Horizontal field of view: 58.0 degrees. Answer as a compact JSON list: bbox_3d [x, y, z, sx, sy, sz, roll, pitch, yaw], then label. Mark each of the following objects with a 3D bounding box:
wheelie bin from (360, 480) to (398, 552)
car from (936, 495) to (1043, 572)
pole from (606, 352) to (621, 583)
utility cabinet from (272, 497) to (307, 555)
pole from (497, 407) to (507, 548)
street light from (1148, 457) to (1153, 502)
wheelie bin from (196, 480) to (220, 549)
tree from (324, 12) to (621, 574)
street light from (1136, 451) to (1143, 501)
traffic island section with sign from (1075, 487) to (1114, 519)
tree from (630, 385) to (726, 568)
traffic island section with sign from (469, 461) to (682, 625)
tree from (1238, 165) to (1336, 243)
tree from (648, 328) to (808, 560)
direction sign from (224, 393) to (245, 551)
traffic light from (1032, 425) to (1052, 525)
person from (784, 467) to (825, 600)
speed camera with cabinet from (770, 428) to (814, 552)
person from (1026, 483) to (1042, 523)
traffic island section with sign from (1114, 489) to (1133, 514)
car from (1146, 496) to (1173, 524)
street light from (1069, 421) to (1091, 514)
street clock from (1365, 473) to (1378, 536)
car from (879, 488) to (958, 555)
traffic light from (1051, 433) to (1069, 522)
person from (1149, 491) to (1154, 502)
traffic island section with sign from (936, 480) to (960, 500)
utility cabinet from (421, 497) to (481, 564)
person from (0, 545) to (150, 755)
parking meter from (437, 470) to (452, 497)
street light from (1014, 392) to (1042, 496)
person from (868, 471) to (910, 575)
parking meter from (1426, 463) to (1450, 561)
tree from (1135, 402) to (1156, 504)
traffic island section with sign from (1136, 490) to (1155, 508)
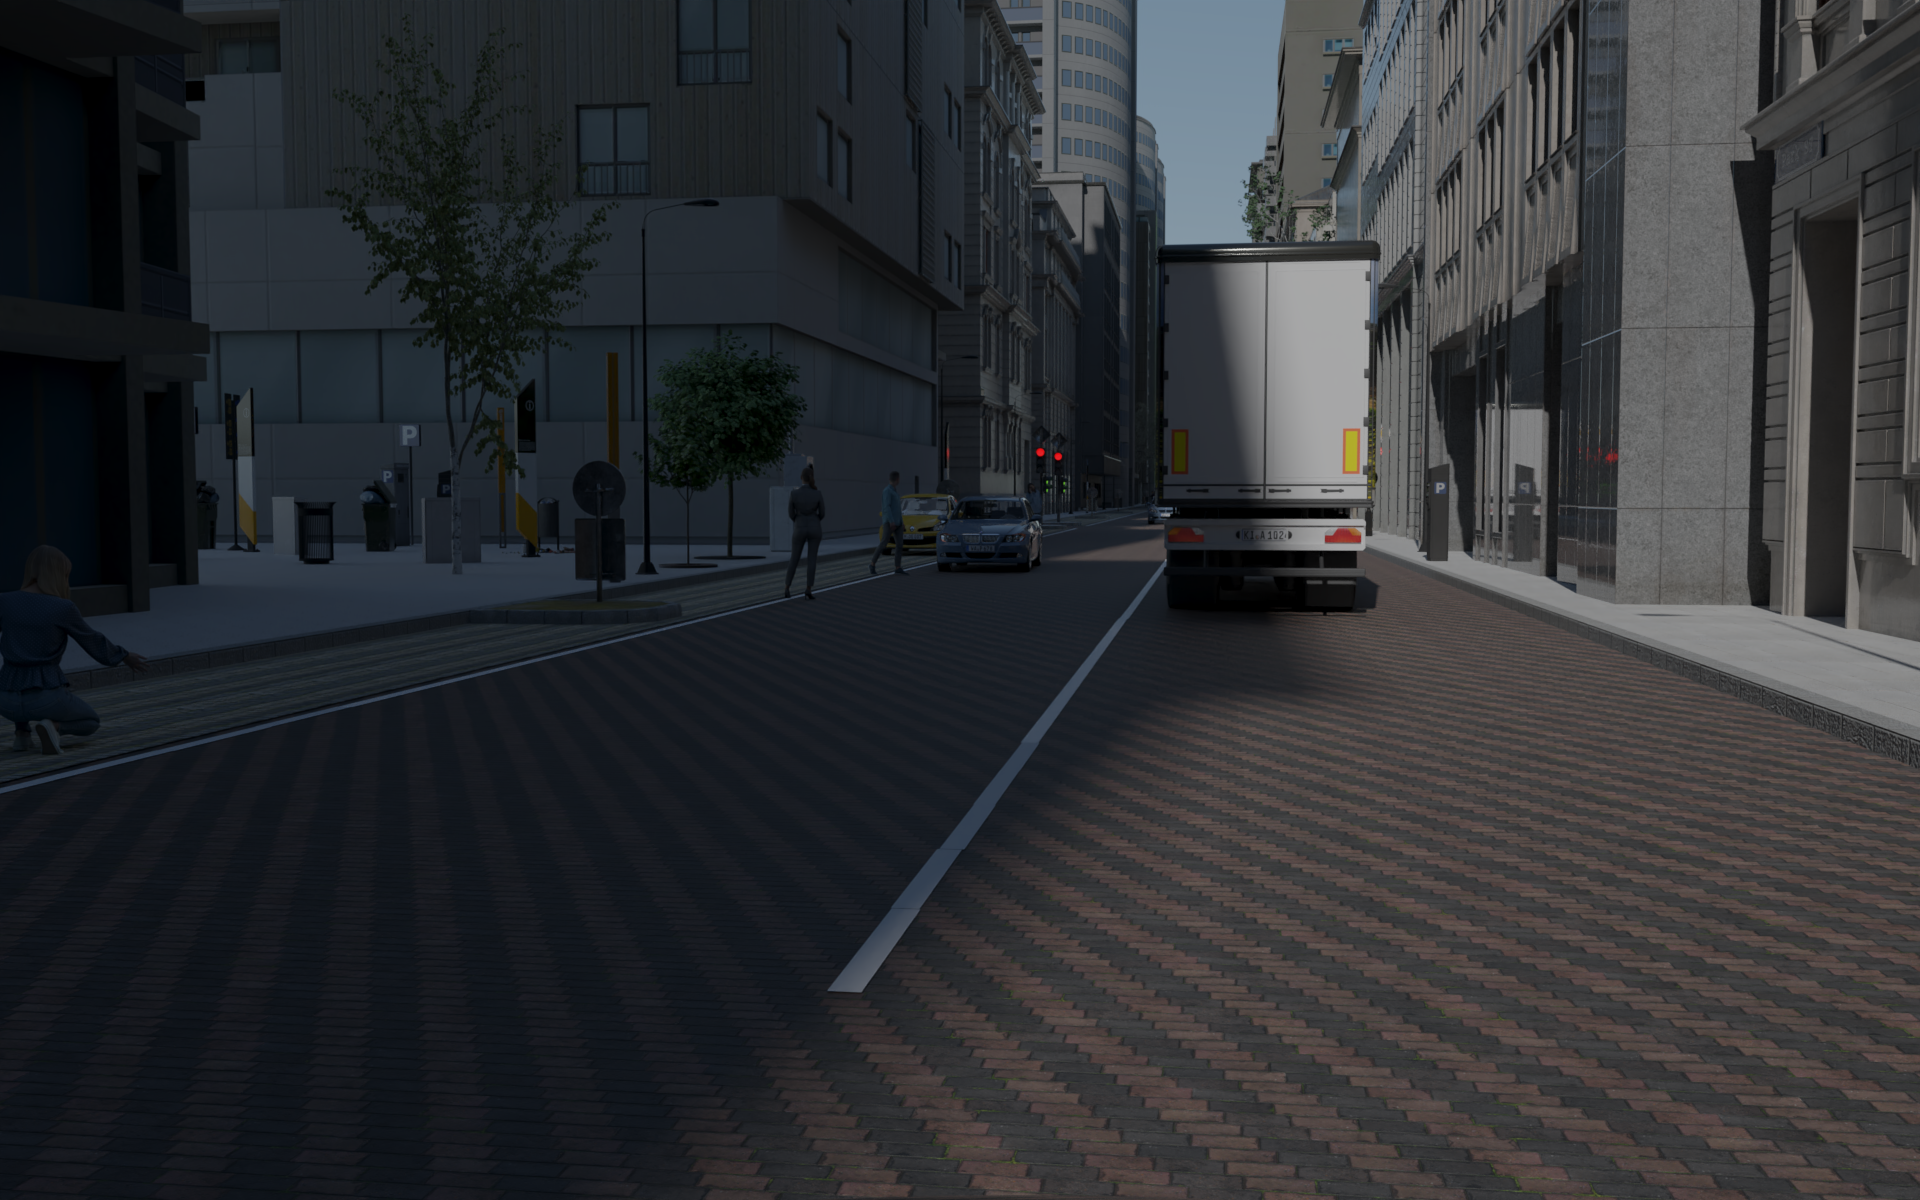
[{"bbox_3d":[-12.999,-1.884,38.716,0.693,1.594,0.980,0,4,-3],"label":"wheelie bin"},{"bbox_3d":[0.625,-1.317,33.530,2.014,1.417,4.499,0,4,7],"label":"car"},{"bbox_3d":[-5.013,-1.908,25.047,0.158,3.312,0.155,0,3,0],"label":"pole"},{"bbox_3d":[-14.228,-1.568,36.806,1.020,1.237,0.306,3,5,43],"label":"utility cabinet"},{"bbox_3d":[-10.824,-2.878,40.898,0.158,3.312,0.155,0,3,0],"label":"pole"},{"bbox_3d":[23.394,-14.923,216.537,1.470,5.913,1.316,1,4,8],"label":"street light"},{"bbox_3d":[-17.653,-1.980,40.286,0.693,1.594,0.980,0,4,1],"label":"wheelie bin"},{"bbox_3d":[-7.806,-4.714,27.438,4.737,8.622,4.395,0,3,0],"label":"tree"},{"bbox_3d":[18.793,-13.047,185.859,1.470,5.913,1.316,1,4,8],"label":"street light"},{"bbox_3d":[7.753,-5.650,101.011,1.989,1.847,2.006,1,4,8],"label":"traffic island section with sign"},{"bbox_3d":[-4.699,-2.190,30.415,1.663,3.219,1.824,0,3,0],"label":"tree"},{"bbox_3d":[-4.293,-0.686,19.848,1.989,1.847,2.006,1,4,8],"label":"traffic island section with sign"},{"bbox_3d":[19.350,-14.988,100.937,12.611,20.169,13.585,0,3,0],"label":"tree"},{"bbox_3d":[-4.647,-3.097,34.352,4.285,4.588,4.351,0,3,0],"label":"tree"},{"bbox_3d":[-16.477,-2.894,39.315,0.379,3.537,0.876,0,4,-3],"label":"direction sign"},{"bbox_3d":[3.332,-5.008,70.804,0.839,4.253,0.868,1,4,8],"label":"traffic light"},{"bbox_3d":[-2.120,-0.907,23.610,0.520,1.790,0.573,-1,4,-17],"label":"person"},{"bbox_3d":[-3.800,-2.749,39.274,0.660,3.252,2.038,0,4,8],"label":"speed camera with cabinet"},{"bbox_3d":[2.389,-2.879,55.835,0.793,1.790,0.793,2,4,23],"label":"person"},{"bbox_3d":[11.725,-7.281,127.673,1.989,1.847,2.006,1,4,8],"label":"traffic island section with sign"},{"bbox_3d":[10.005,-4.385,83.701,2.014,1.417,4.499,1,4,8],"label":"car"},{"bbox_3d":[7.615,-8.421,110.222,1.470,5.913,1.316,1,4,8],"label":"street light"},{"bbox_3d":[12.390,-2.930,52.483,0.471,2.002,0.358,-1,4,-16],"label":"street clock"},{"bbox_3d":[-0.838,-1.917,41.573,2.015,1.641,3.980,0,4,8],"label":"car"},{"bbox_3d":[4.504,-5.491,78.703,0.839,4.253,0.868,1,4,8],"label":"traffic light"},{"bbox_3d":[21.525,-11.341,194.375,0.568,1.767,0.683,1,4,17],"label":"person"},{"bbox_3d":[-0.332,-2.317,46.512,1.989,1.847,2.006,1,4,8],"label":"traffic island section with sign"},{"bbox_3d":[-9.479,-1.291,32.277,1.020,1.237,0.306,-2,4,-30],"label":"utility cabinet"},{"bbox_3d":[-5.195,0.264,9.682,1.012,1.151,0.738,0,4,-4],"label":"person"},{"bbox_3d":[-11.989,-2.122,40.409,0.399,1.863,0.255,-1,4,-14],"label":"parking meter"},{"bbox_3d":[3.035,-6.500,78.811,1.470,5.913,1.316,1,4,8],"label":"street light"},{"bbox_3d":[-1.242,-1.364,30.660,0.748,1.841,0.638,2,4,30],"label":"person"},{"bbox_3d":[9.117,-1.674,33.084,0.399,1.863,0.255,0,4,0],"label":"parking meter"},{"bbox_3d":[23.557,-19.439,228.197,12.009,13.543,11.850,0,3,0],"label":"tree"},{"bbox_3d":[19.102,-10.331,177.536,1.989,1.847,2.006,1,4,8],"label":"traffic island section with sign"}]
